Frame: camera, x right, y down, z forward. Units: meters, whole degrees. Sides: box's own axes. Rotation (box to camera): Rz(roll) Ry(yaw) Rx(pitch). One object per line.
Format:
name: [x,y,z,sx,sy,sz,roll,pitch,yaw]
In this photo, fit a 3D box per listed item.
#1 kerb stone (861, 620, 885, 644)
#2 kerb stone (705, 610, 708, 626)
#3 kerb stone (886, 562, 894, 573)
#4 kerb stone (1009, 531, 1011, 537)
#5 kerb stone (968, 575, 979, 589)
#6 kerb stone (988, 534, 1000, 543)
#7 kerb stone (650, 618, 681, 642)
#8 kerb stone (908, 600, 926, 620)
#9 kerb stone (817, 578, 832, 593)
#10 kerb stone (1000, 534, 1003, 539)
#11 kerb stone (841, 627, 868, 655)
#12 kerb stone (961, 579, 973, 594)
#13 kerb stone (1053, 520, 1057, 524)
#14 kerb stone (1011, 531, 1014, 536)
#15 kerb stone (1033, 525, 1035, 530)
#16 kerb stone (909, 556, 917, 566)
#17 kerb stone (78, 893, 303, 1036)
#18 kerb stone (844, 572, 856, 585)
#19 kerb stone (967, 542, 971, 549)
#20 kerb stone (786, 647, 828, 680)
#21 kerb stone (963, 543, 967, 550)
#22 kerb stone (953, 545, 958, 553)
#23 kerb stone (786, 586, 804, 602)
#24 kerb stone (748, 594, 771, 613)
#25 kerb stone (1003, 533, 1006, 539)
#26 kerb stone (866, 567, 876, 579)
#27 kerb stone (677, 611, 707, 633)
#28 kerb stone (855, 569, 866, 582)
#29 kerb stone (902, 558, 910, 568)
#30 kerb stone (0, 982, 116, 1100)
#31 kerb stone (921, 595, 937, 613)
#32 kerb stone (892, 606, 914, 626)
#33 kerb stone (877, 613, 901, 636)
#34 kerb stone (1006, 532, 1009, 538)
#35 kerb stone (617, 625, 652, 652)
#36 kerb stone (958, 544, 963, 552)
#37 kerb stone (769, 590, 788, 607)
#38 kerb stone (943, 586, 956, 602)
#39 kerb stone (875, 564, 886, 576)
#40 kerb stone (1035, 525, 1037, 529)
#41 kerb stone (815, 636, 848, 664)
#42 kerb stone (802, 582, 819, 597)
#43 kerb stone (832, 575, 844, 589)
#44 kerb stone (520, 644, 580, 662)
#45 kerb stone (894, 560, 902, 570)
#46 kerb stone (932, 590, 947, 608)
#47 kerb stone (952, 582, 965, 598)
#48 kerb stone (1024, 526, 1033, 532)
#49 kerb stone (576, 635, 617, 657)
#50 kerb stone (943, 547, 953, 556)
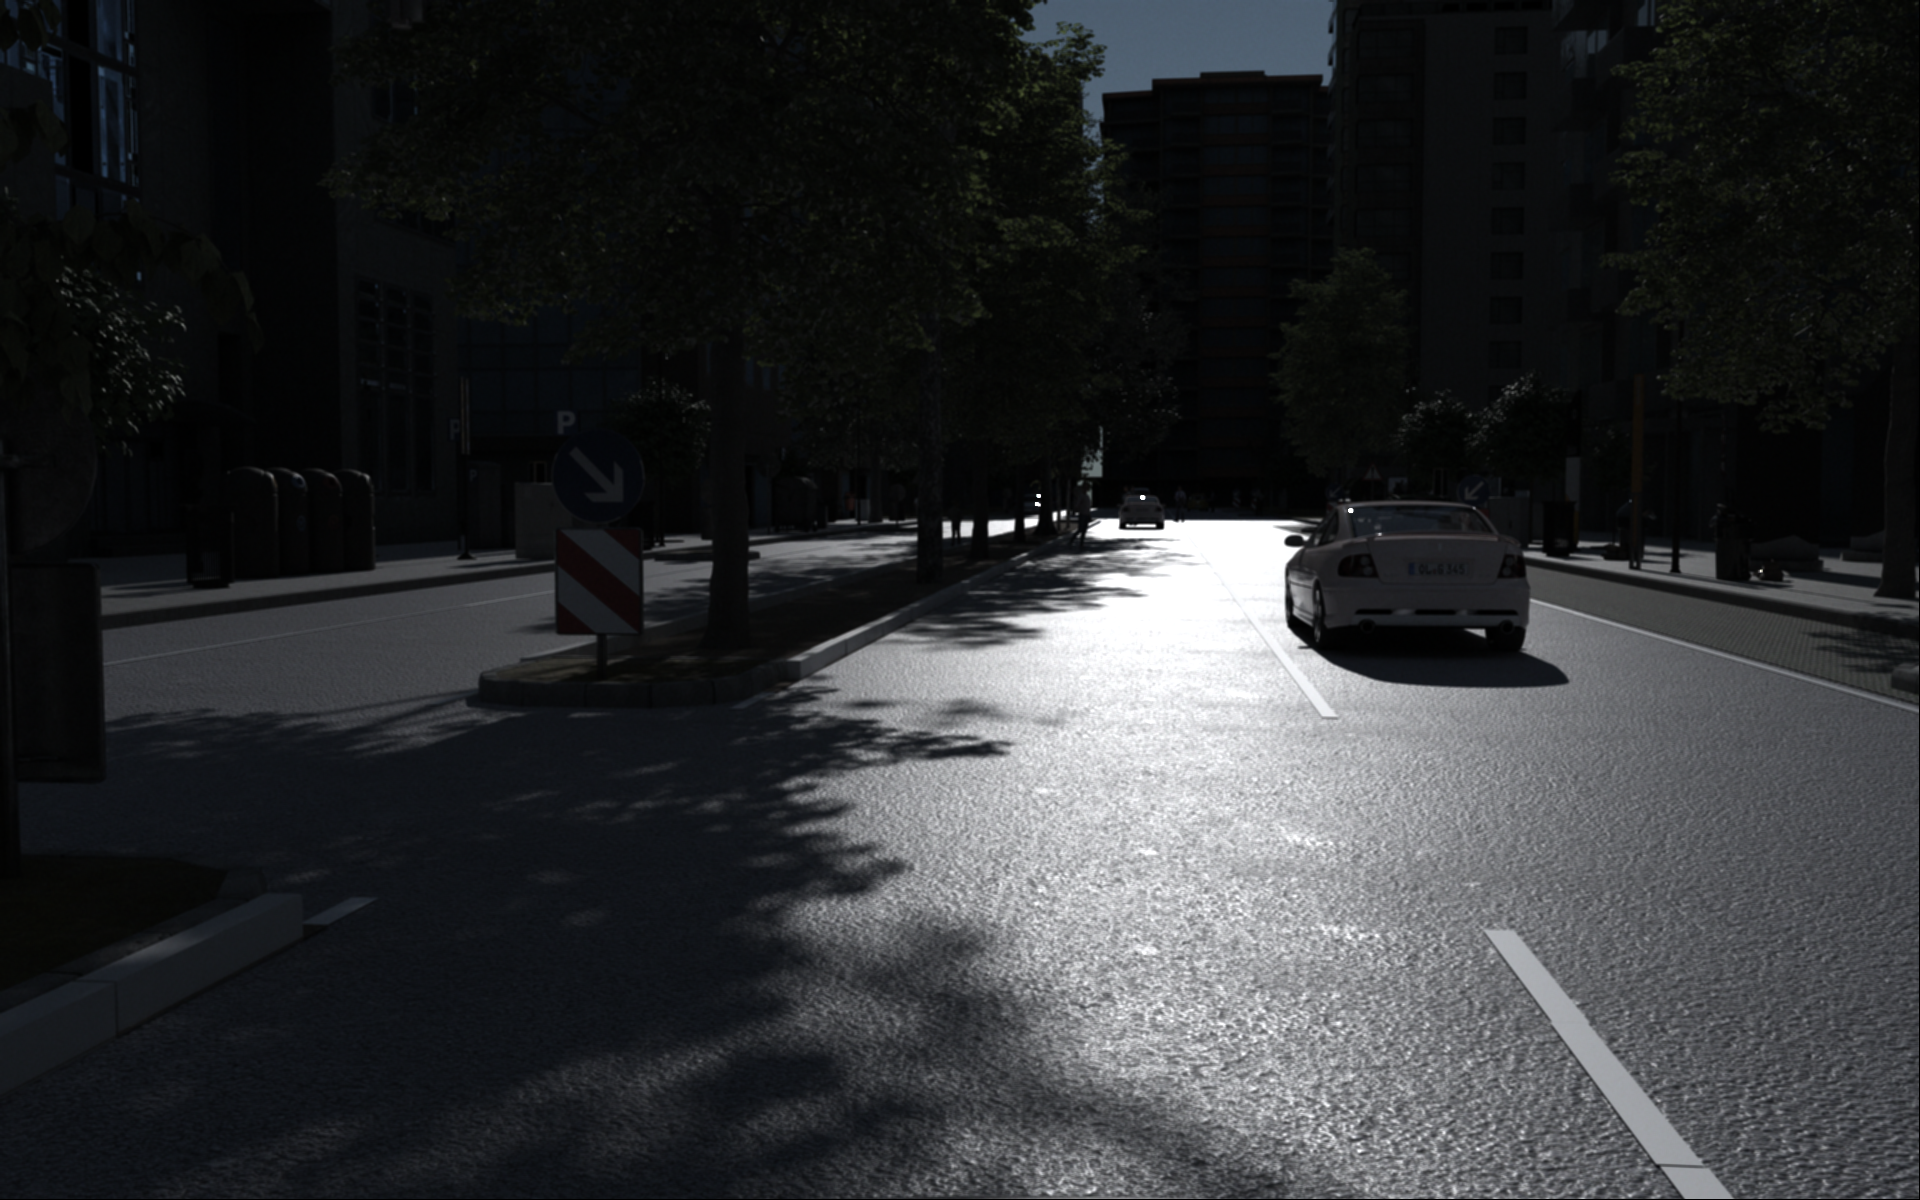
kerb stone: [-0.892,0.327,16.881,0.120,0.150,1.000,0,4,6]
kerb stone: [-2.744,0.186,19.152,0.120,0.150,1.000,0,4,6]
kerb stone: [-1.368,-0.561,31.369,0.120,0.150,1.000,0,4,6]
kerb stone: [1.505,-2.120,56.851,0.120,0.150,1.000,0,4,6]
kerb stone: [0.145,-0.232,26.042,0.120,0.150,1.000,0,4,6]
kerb stone: [1.040,-1.870,52.777,0.120,0.150,1.000,0,4,6]
kerb stone: [-2.979,0.311,17.118,0.120,0.150,1.000,0,4,6]
kerb stone: [-0.541,0.138,19.947,0.120,0.150,1.000,0,4,6]
kerb stone: [-2.059,-0.187,25.260,0.120,0.150,1.000,0,4,6]
kerb stone: [1.154,-1.933,53.793,0.120,0.150,1.000,0,4,6]
kerb stone: [-1.007,0.389,15.864,0.120,0.150,1.000,0,4,6]
kerb stone: [0.036,-0.173,25.025,0.120,0.150,1.000,0,4,6]
kerb stone: [4.825,-3.924,86.378,0.120,0.150,1.000,0,4,6]
kerb stone: [1.610,-2.179,57.868,0.120,0.150,1.000,0,4,6]
kerb stone: [2.769,-2.805,68.059,0.120,0.150,1.000,0,4,6]
kerb stone: [-1.026,-0.747,34.434,0.120,0.150,1.000,0,4,6]
kerb stone: [-2.227,1.049,5.075,0.120,0.150,1.000,0,4,6]
kerb stone: [-1.828,-0.312,27.294,0.120,0.150,1.000,0,4,6]
kerb stone: [0.114,-1.371,44.604,0.120,0.150,1.000,0,4,6]
kerb stone: [-1.230,0.512,13.831,0.120,0.150,1.000,0,4,6]
kerb stone: [0.004,-1.308,43.587,0.120,0.150,1.000,0,4,6]
kerb stone: [-0.223,-1.184,41.556,0.120,0.150,1.000,0,4,6]
kerb stone: [-2.286,-0.063,23.228,0.120,0.150,1.000,0,4,6]
kerb stone: [-2.520,0.063,21.197,0.120,0.150,1.000,0,4,6]
kerb stone: [1.274,-1.995,54.809,0.120,0.150,1.000,0,4,6]
kerb stone: [-1.601,-0.436,29.331,0.120,0.150,1.000,0,4,6]
kerb stone: [-2.862,0.248,18.134,0.120,0.150,1.000,0,4,6]
kerb stone: [-1.715,-0.374,28.315,0.120,0.150,1.000,0,4,6]
kerb stone: [-1.136,-0.686,33.417,0.120,0.150,1.000,0,4,6]
kerb stone: [-2.333,1.109,4.058,0.120,0.150,1.000,0,4,6]
kerb stone: [-0.432,0.075,20.963,0.120,0.150,1.000,0,4,6]
kerb stone: [-0.664,0.201,18.932,0.120,0.150,1.000,0,4,6]
kerb stone: [-0.771,0.266,17.907,0.120,0.150,1.000,0,4,6]
kerb stone: [1.386,-2.050,55.836,0.120,0.150,1.000,0,4,6]
kerb stone: [-3.094,0.373,16.094,0.120,0.150,1.000,0,4,6]
kerb stone: [-0.108,-1.244,42.571,0.120,0.150,1.000,0,4,6]
kerb stone: [-2.408,-0.001,22.214,0.120,0.150,1.000,0,4,6]
kerb stone: [-0.205,-0.049,22.995,0.120,0.150,1.000,0,4,6]
kerb stone: [-1.484,-0.496,30.347,0.120,0.150,1.000,0,4,6]
kerb stone: [2.878,-2.867,69.078,0.120,0.150,1.000,0,4,6]
kerb stone: [-1.128,0.449,14.849,0.120,0.150,1.000,0,4,6]
kerb stone: [-2.168,-0.125,24.244,0.120,0.150,1.000,0,4,6]
kerb stone: [-1.949,-0.250,26.277,0.120,0.150,1.000,0,4,6]
kerb stone: [-3.328,0.498,14.049,0.120,0.150,1.000,0,4,6]
kerb stone: [-1.263,-0.620,32.398,0.120,0.150,1.000,0,4,6]
kerb stone: [-0.313,0.013,21.978,0.120,0.150,1.000,0,4,6]
kerb stone: [-0.087,-0.109,24.011,0.120,0.150,1.000,0,4,6]
kerb stone: [2.648,-2.743,67.042,0.120,0.150,1.000,0,4,6]
kerb stone: [-3.216,0.437,15.066,0.120,0.150,1.000,0,4,6]
kerb stone: [-0.341,-1.120,40.540,0.120,0.150,1.000,0,4,6]
